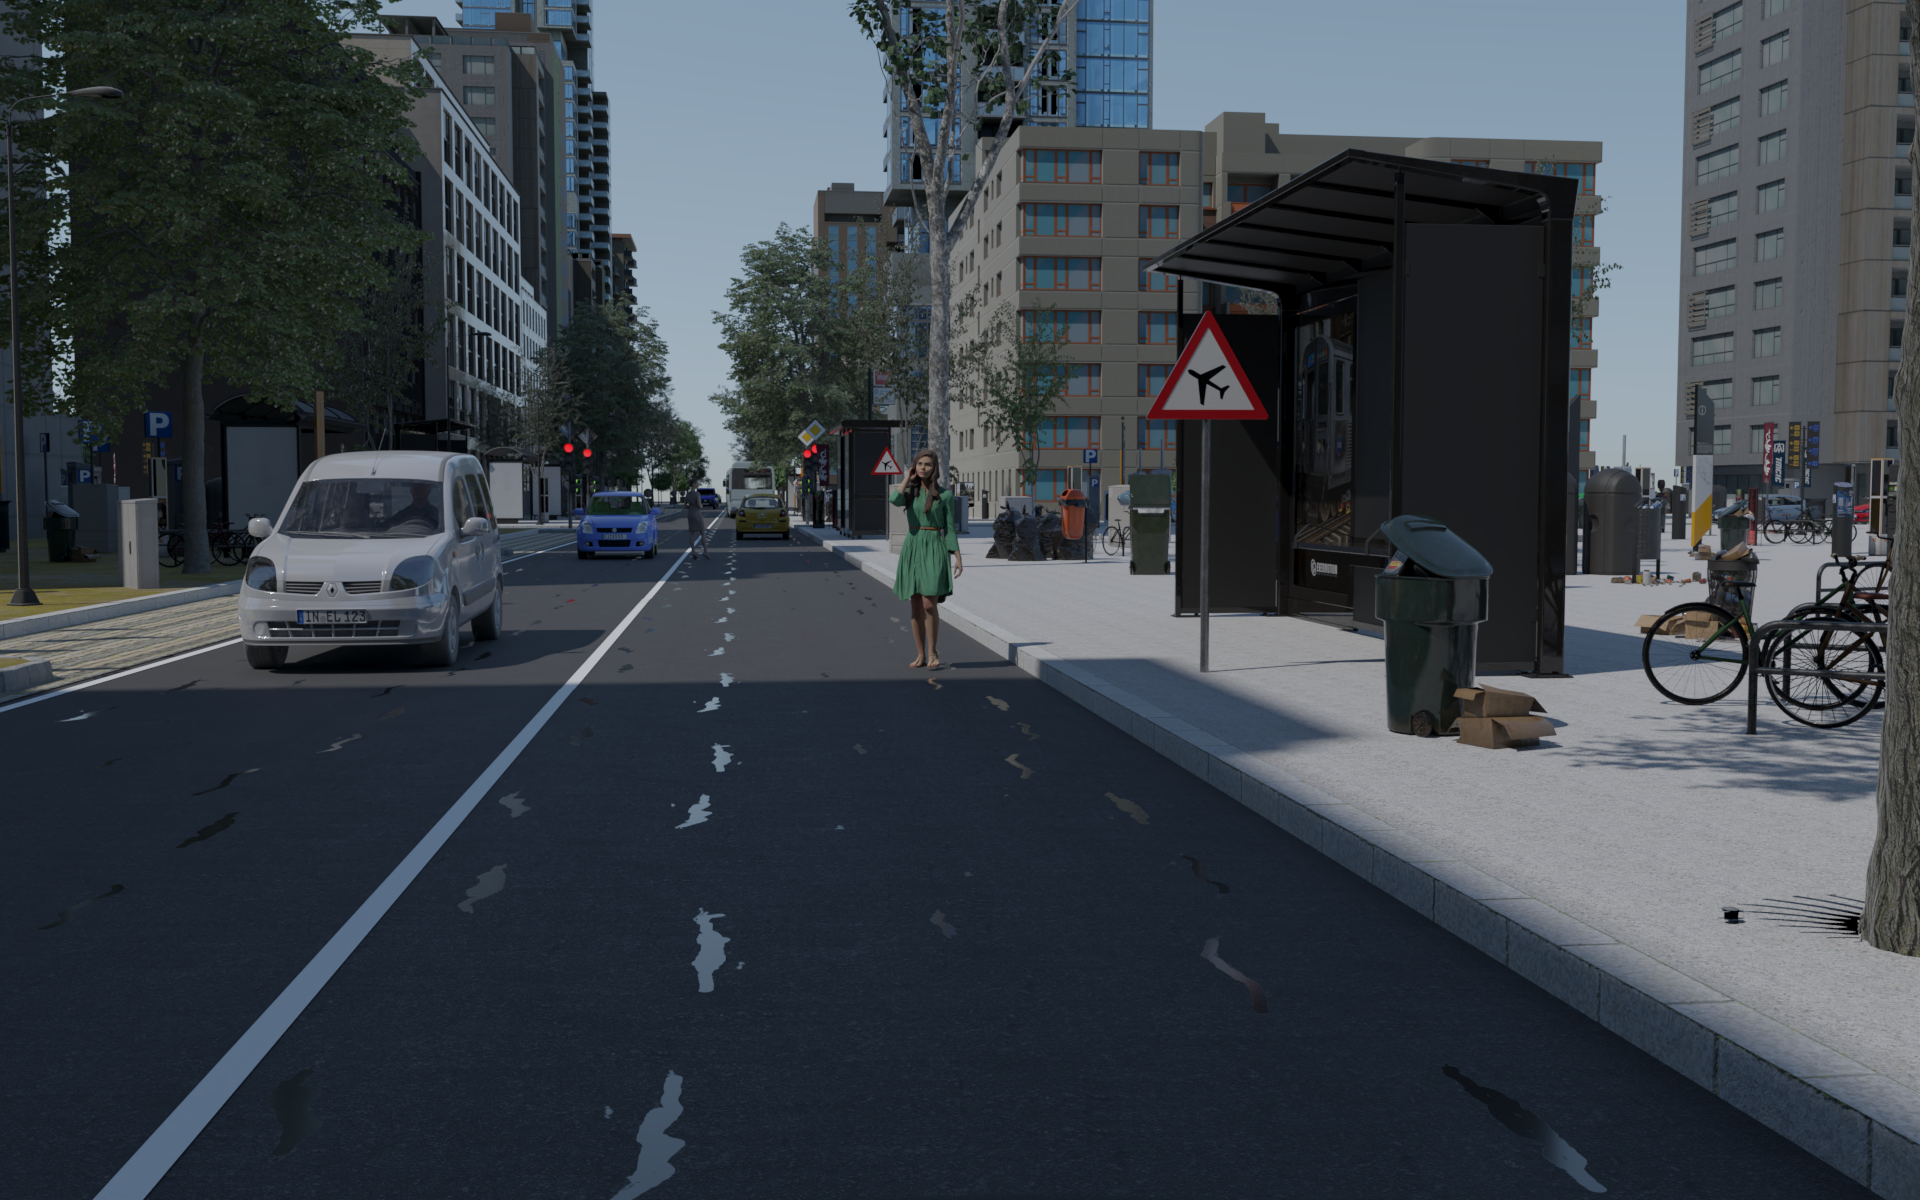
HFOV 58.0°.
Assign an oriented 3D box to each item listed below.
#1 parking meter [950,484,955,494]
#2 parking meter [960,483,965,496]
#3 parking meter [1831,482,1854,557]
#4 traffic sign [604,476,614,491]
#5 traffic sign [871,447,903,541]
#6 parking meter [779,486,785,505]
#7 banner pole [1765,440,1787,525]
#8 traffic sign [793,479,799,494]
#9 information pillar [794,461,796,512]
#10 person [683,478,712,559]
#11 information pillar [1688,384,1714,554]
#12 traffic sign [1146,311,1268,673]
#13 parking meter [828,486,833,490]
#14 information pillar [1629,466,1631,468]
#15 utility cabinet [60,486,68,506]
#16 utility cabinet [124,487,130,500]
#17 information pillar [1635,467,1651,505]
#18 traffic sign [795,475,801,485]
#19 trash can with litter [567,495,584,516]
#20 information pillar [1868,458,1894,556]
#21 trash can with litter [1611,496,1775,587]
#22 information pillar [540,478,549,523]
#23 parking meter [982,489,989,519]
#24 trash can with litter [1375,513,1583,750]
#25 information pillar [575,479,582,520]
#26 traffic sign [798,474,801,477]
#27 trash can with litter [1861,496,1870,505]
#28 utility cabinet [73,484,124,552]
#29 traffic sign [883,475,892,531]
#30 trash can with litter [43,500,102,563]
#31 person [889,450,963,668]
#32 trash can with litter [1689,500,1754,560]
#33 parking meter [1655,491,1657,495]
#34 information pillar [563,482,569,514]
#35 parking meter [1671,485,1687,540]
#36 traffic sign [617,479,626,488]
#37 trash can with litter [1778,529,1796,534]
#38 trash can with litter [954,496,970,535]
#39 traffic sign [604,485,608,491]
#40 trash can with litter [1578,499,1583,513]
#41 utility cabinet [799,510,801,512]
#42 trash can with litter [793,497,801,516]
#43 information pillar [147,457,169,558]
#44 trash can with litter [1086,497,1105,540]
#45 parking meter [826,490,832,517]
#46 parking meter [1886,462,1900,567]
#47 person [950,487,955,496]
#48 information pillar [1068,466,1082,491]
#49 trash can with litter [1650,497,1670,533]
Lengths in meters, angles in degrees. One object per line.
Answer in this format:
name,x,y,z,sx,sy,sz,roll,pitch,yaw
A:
parking meter,-0.504,-5.833,101.082,0.399,1.863,0.255,2,4,31
parking meter,0.124,-5.032,87.976,0.255,1.863,0.399,0,4,-4
parking meter,17.984,-1.644,35.294,0.372,1.533,0.369,0,3,0
traffic sign,-24.357,-7.337,120.063,0.768,2.556,0.104,0,4,-4
traffic sign,-2.002,-2.902,47.450,0.884,2.594,0.081,0,4,-3
parking meter,-12.644,-7.180,123.096,0.399,1.863,0.255,3,5,39
banner pole,33.389,-4.955,71.034,0.863,3.779,0.401,2,4,24
traffic sign,-10.768,-7.005,115.714,0.795,2.450,0.064,0,4,-5
information pillar,-11.516,-7.912,120.721,0.183,3.616,0.504,0,4,1
person,-5.800,-1.799,38.256,0.599,1.781,0.374,2,4,34
information pillar,15.820,-2.786,36.913,0.504,3.616,0.183,-1,4,-22
traffic sign,1.759,-0.758,12.395,0.884,2.594,0.081,0,4,-6
parking meter,-9.255,-7.223,123.806,0.255,1.863,0.399,0,4,4
information pillar,54.527,-9.179,141.435,0.504,3.616,0.183,0,4,5
utility cabinet,-23.646,-2.335,46.849,1.173,1.500,0.318,-2,4,-24
utility cabinet,-26.264,-2.743,53.523,0.318,1.500,1.173,2,4,28
information pillar,18.756,-2.638,47.620,0.304,2.012,0.304,-1,4,-16
traffic sign,-9.076,-6.119,100.056,0.884,2.594,0.081,0,4,-3
trash can with litter,-22.631,-5.462,100.357,1.678,1.210,2.233,0,4,3
information pillar,19.007,-1.911,35.743,0.304,2.012,0.304,-1,4,-19
trash can with litter,10.257,-0.851,24.964,2.233,1.210,1.678,-2,4,-29
information pillar,-18.513,-4.439,77.075,0.304,2.012,0.304,2,4,25
parking meter,1.308,-4.941,89.191,0.372,1.533,0.369,0,3,0
trash can with litter,2.689,0.138,9.129,0.624,1.170,1.055,-2,4,-29
information pillar,-19.017,-5.003,86.285,0.304,2.012,0.304,-1,4,-18
traffic sign,-9.317,-6.332,103.633,0.768,2.556,0.104,0,4,1
trash can with litter,54.182,-5.789,105.714,1.678,1.210,2.233,-1,4,-17
utility cabinet,-18.925,-1.792,37.979,1.173,1.500,0.318,2,4,29
traffic sign,-2.599,-3.603,59.012,0.768,2.556,0.104,0,4,-4
trash can with litter,-16.730,-1.303,32.698,1.055,1.170,0.624,1,4,13
person,-0.272,-0.335,14.222,0.600,1.795,0.529,0,4,1
trash can with litter,14.710,-1.349,33.448,1.055,1.170,0.624,0,4,6
parking meter,58.711,-8.442,146.438,0.372,1.533,0.369,0,3,0
information pillar,-23.159,-5.959,101.928,0.304,2.012,0.304,-2,4,-33
parking meter,20.344,-2.482,48.989,0.372,1.533,0.369,0,3,0
traffic sign,-23.085,-7.092,118.089,0.606,2.300,0.079,0,4,2
trash can with litter,26.228,-2.777,56.458,1.678,1.210,2.233,-1,4,-16
trash can with litter,-0.522,-2.705,55.278,2.233,1.210,1.678,-3,5,-45
traffic sign,-25.000,-7.517,123.015,0.768,2.556,0.104,0,4,2
trash can with litter,22.586,-3.165,63.127,1.055,1.170,0.624,-1,4,-17
utility cabinet,-12.584,-7.476,133.401,0.306,1.237,1.020,2,4,32
trash can with litter,-8.889,-5.522,101.342,2.233,1.210,1.678,0,4,2
information pillar,-16.144,-1.859,34.884,0.304,2.012,0.304,-3,4,-37
trash can with litter,3.386,-2.297,48.621,1.678,1.210,2.233,-2,4,-24
parking meter,-7.477,-5.530,98.824,0.372,1.533,0.369,0,3,0
parking meter,15.752,-1.423,28.980,0.399,1.863,0.255,-1,4,-12
person,-0.436,-3.865,71.868,0.537,1.800,0.526,0,4,-2
information pillar,3.004,-2.498,45.326,0.304,2.012,0.304,-1,4,-17
trash can with litter,23.057,-2.795,57.080,0.624,1.170,1.055,2,4,23
